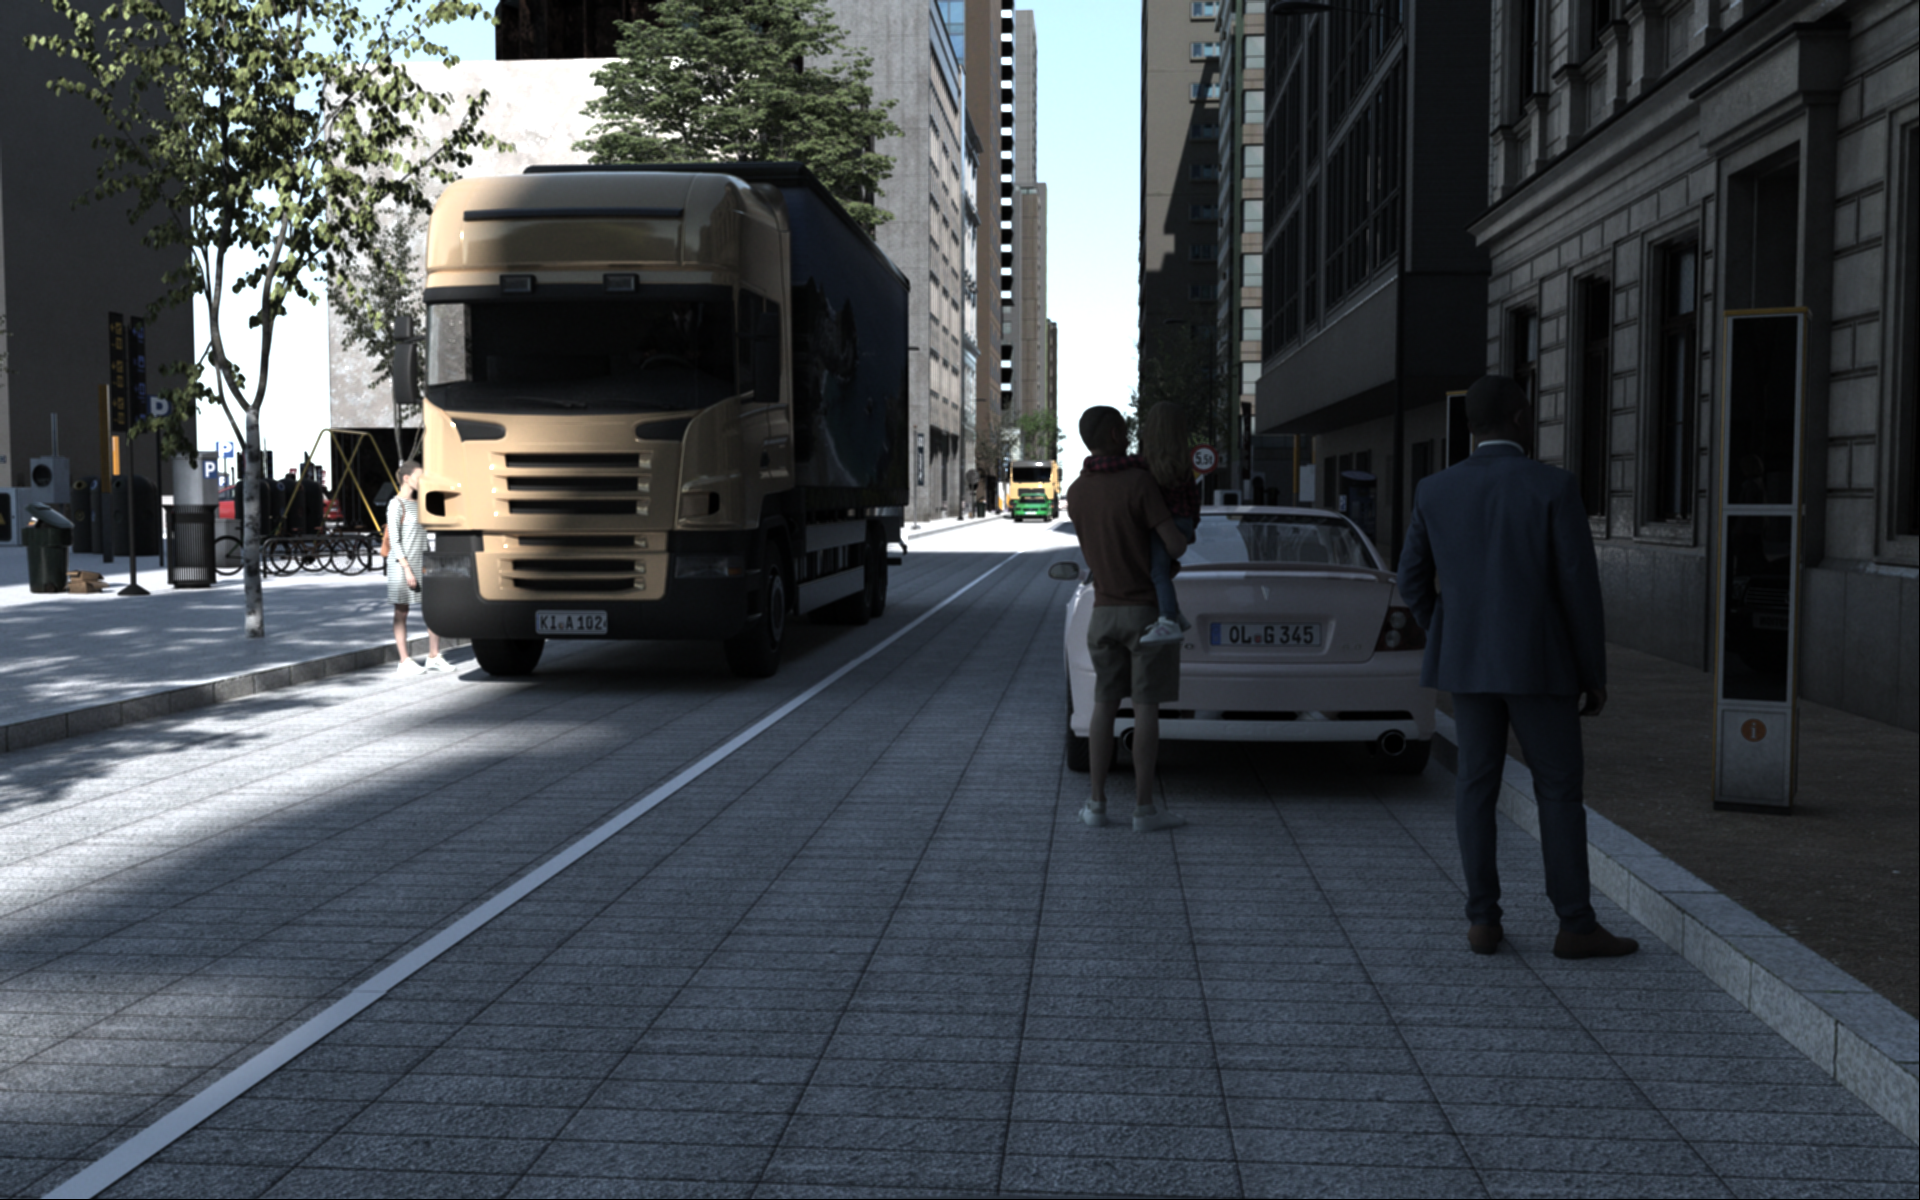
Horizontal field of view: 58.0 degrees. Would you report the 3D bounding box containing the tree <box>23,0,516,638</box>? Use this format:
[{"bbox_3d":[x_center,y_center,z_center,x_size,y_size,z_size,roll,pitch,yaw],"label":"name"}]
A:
[{"bbox_3d":[-6.278,-3.984,15.502,4.737,8.622,4.395,0,3,0],"label":"tree"}]

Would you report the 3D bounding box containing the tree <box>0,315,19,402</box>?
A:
[{"bbox_3d":[-27.459,-5.842,45.872,4.360,8.622,3.978,0,3,0],"label":"tree"}]

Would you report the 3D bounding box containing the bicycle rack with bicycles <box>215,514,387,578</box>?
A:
[{"bbox_3d":[-10.387,-0.867,27.562,2.925,0.926,2.852,-2,4,-25],"label":"bicycle rack with bicycles"}]

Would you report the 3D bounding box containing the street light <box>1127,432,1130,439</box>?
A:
[{"bbox_3d":[13.070,-9.566,128.947,1.470,5.913,1.316,0,4,5],"label":"street light"}]

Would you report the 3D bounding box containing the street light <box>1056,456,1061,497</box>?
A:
[{"bbox_3d":[11.387,-14.757,213.812,1.470,5.913,1.316,0,4,5],"label":"street light"}]

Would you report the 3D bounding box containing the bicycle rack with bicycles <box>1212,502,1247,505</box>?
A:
[{"bbox_3d":[11.528,-3.738,74.506,2.925,0.926,2.852,-2,4,-27],"label":"bicycle rack with bicycles"}]

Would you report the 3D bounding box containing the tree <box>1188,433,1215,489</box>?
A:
[{"bbox_3d":[11.055,-6.155,84.354,4.285,4.588,4.351,0,3,0],"label":"tree"}]

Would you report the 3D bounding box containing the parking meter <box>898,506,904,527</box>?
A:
[{"bbox_3d":[-2.335,-3.561,66.640,0.372,1.533,0.369,0,3,0],"label":"parking meter"}]

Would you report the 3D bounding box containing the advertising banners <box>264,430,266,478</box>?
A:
[{"bbox_3d":[-19.129,-3.154,47.757,0.090,3.025,2.074,-1,4,-20],"label":"advertising banners"}]

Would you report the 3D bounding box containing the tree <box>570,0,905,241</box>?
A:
[{"bbox_3d":[-4.597,-7.157,35.137,7.486,12.596,7.792,0,3,0],"label":"tree"}]

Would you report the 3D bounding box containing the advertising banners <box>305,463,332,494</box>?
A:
[{"bbox_3d":[-35.644,-6.174,97.129,2.074,3.025,0.090,-2,4,-35],"label":"advertising banners"}]

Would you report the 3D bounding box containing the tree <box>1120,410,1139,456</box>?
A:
[{"bbox_3d":[21.373,-17.628,213.968,9.928,11.665,9.643,0,3,0],"label":"tree"}]

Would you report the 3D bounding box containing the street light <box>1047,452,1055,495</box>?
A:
[{"bbox_3d":[9.418,-13.358,190.937,1.470,5.913,1.316,0,4,5],"label":"street light"}]

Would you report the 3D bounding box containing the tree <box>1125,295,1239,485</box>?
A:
[{"bbox_3d":[8.321,-6.915,63.428,4.360,8.622,3.978,0,3,0],"label":"tree"}]

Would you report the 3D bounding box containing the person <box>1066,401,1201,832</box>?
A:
[{"bbox_3d":[0.767,0.061,7.470,0.580,1.828,0.573,0,4,-7],"label":"person"}]

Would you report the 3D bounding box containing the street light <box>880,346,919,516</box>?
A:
[{"bbox_3d":[-1.972,-5.023,54.668,1.470,5.913,1.316,0,4,5],"label":"street light"}]

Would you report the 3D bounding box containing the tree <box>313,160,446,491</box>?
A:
[{"bbox_3d":[-12.108,-5.372,38.187,4.360,8.622,3.978,0,3,0],"label":"tree"}]

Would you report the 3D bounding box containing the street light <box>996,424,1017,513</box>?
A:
[{"bbox_3d":[3.030,-8.658,114.094,1.470,5.913,1.316,0,4,5],"label":"street light"}]

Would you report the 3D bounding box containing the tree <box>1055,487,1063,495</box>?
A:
[{"bbox_3d":[14.644,-16.288,260.910,1.663,3.219,1.824,0,3,0],"label":"tree"}]

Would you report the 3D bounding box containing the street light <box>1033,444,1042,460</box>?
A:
[{"bbox_3d":[6.973,-11.532,161.081,1.470,5.913,1.316,0,4,5],"label":"street light"}]

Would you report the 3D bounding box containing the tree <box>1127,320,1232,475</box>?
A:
[{"bbox_3d":[9.047,-7.532,73.513,4.737,8.622,4.395,0,3,0],"label":"tree"}]

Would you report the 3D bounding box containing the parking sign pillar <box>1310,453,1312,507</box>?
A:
[{"bbox_3d":[16.625,-5.529,78.878,1.447,3.967,1.447,3,4,38],"label":"parking sign pillar"}]

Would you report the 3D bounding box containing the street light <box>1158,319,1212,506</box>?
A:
[{"bbox_3d":[6.114,-4.499,46.093,1.470,5.913,1.316,0,4,5],"label":"street light"}]

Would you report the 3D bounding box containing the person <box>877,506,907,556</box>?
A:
[{"bbox_3d":[-1.557,-1.914,39.675,0.818,1.842,0.514,3,5,42],"label":"person"}]

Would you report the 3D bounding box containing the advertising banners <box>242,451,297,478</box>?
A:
[{"bbox_3d":[-26.558,-4.317,66.776,2.074,3.025,0.090,-1,4,-11],"label":"advertising banners"}]

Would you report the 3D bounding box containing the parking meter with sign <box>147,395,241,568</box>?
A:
[{"bbox_3d":[-13.376,-2.081,30.289,1.738,3.016,0.543,1,4,22],"label":"parking meter with sign"}]

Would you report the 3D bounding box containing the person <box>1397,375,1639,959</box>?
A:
[{"bbox_3d":[1.730,0.201,5.404,0.721,1.800,0.419,2,4,29],"label":"person"}]

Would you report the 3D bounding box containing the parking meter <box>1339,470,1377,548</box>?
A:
[{"bbox_3d":[4.087,-0.575,17.811,0.372,1.533,0.369,0,3,0],"label":"parking meter"}]

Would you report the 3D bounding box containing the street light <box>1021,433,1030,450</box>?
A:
[{"bbox_3d":[4.467,-9.710,131.305,1.470,5.913,1.316,0,4,5],"label":"street light"}]

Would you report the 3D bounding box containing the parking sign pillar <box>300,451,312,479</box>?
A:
[{"bbox_3d":[-40.606,-7.289,107.649,1.447,3.967,1.447,-3,4,-36],"label":"parking sign pillar"}]

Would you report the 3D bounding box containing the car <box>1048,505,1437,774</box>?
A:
[{"bbox_3d":[1.556,0.127,10.285,2.083,1.381,4.827,0,4,4],"label":"car"}]

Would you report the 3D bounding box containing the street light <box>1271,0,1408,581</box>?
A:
[{"bbox_3d":[3.627,-2.684,16.424,1.470,5.913,1.316,0,4,5],"label":"street light"}]

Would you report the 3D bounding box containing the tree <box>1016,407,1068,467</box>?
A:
[{"bbox_3d":[8.978,-17.125,205.753,9.928,11.665,9.643,0,3,0],"label":"tree"}]

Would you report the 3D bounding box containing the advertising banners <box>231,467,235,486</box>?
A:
[{"bbox_3d":[-46.301,-7.026,111.061,0.090,3.025,2.074,0,4,0],"label":"advertising banners"}]

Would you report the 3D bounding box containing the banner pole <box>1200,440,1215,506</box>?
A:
[{"bbox_3d":[11.473,-5.507,80.061,0.863,3.779,0.401,0,4,7],"label":"banner pole"}]

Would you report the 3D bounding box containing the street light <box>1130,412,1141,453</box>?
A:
[{"bbox_3d":[10.547,-7.707,98.543,1.470,5.913,1.316,0,4,5],"label":"street light"}]

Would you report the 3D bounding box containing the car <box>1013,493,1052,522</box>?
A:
[{"bbox_3d":[3.763,-4.899,88.895,1.959,1.807,4.718,0,4,6],"label":"car"}]

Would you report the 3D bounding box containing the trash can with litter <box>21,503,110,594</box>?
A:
[{"bbox_3d":[-11.617,-0.682,22.537,1.055,1.170,0.624,0,4,7],"label":"trash can with litter"}]

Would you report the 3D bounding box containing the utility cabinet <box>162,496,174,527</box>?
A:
[{"bbox_3d":[-30.709,-3.405,66.827,1.020,1.237,0.306,-2,4,-34],"label":"utility cabinet"}]

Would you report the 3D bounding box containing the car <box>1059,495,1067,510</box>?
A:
[{"bbox_3d":[9.621,-8.651,153.810,2.083,1.381,4.827,0,4,6],"label":"car"}]

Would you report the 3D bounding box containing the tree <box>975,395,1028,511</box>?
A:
[{"bbox_3d":[2.975,-10.870,128.093,4.360,8.622,3.978,0,3,0],"label":"tree"}]

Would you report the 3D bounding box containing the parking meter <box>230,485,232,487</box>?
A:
[{"bbox_3d":[-48.442,-6.672,114.798,0.399,1.863,0.255,1,4,22],"label":"parking meter"}]

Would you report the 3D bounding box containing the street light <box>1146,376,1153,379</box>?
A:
[{"bbox_3d":[8.029,-5.865,68.435,1.470,5.913,1.316,0,4,5],"label":"street light"}]

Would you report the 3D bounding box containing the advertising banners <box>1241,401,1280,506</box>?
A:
[{"bbox_3d":[5.806,-2.287,33.574,0.090,3.025,2.074,2,4,31],"label":"advertising banners"}]

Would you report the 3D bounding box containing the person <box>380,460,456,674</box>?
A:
[{"bbox_3d":[-4.394,-0.267,13.870,0.522,1.701,0.512,1,4,13],"label":"person"}]

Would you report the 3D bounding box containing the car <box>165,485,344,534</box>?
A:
[{"bbox_3d":[-21.743,-2.731,53.320,5.304,1.827,2.281,0,4,4],"label":"car"}]

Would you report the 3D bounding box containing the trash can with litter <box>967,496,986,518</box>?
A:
[{"bbox_3d":[0.902,-5.060,94.123,1.055,1.170,0.624,0,4,-2],"label":"trash can with litter"}]

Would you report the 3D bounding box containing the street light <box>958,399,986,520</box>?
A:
[{"bbox_3d":[0.567,-6.843,84.423,1.470,5.913,1.316,0,4,5],"label":"street light"}]
